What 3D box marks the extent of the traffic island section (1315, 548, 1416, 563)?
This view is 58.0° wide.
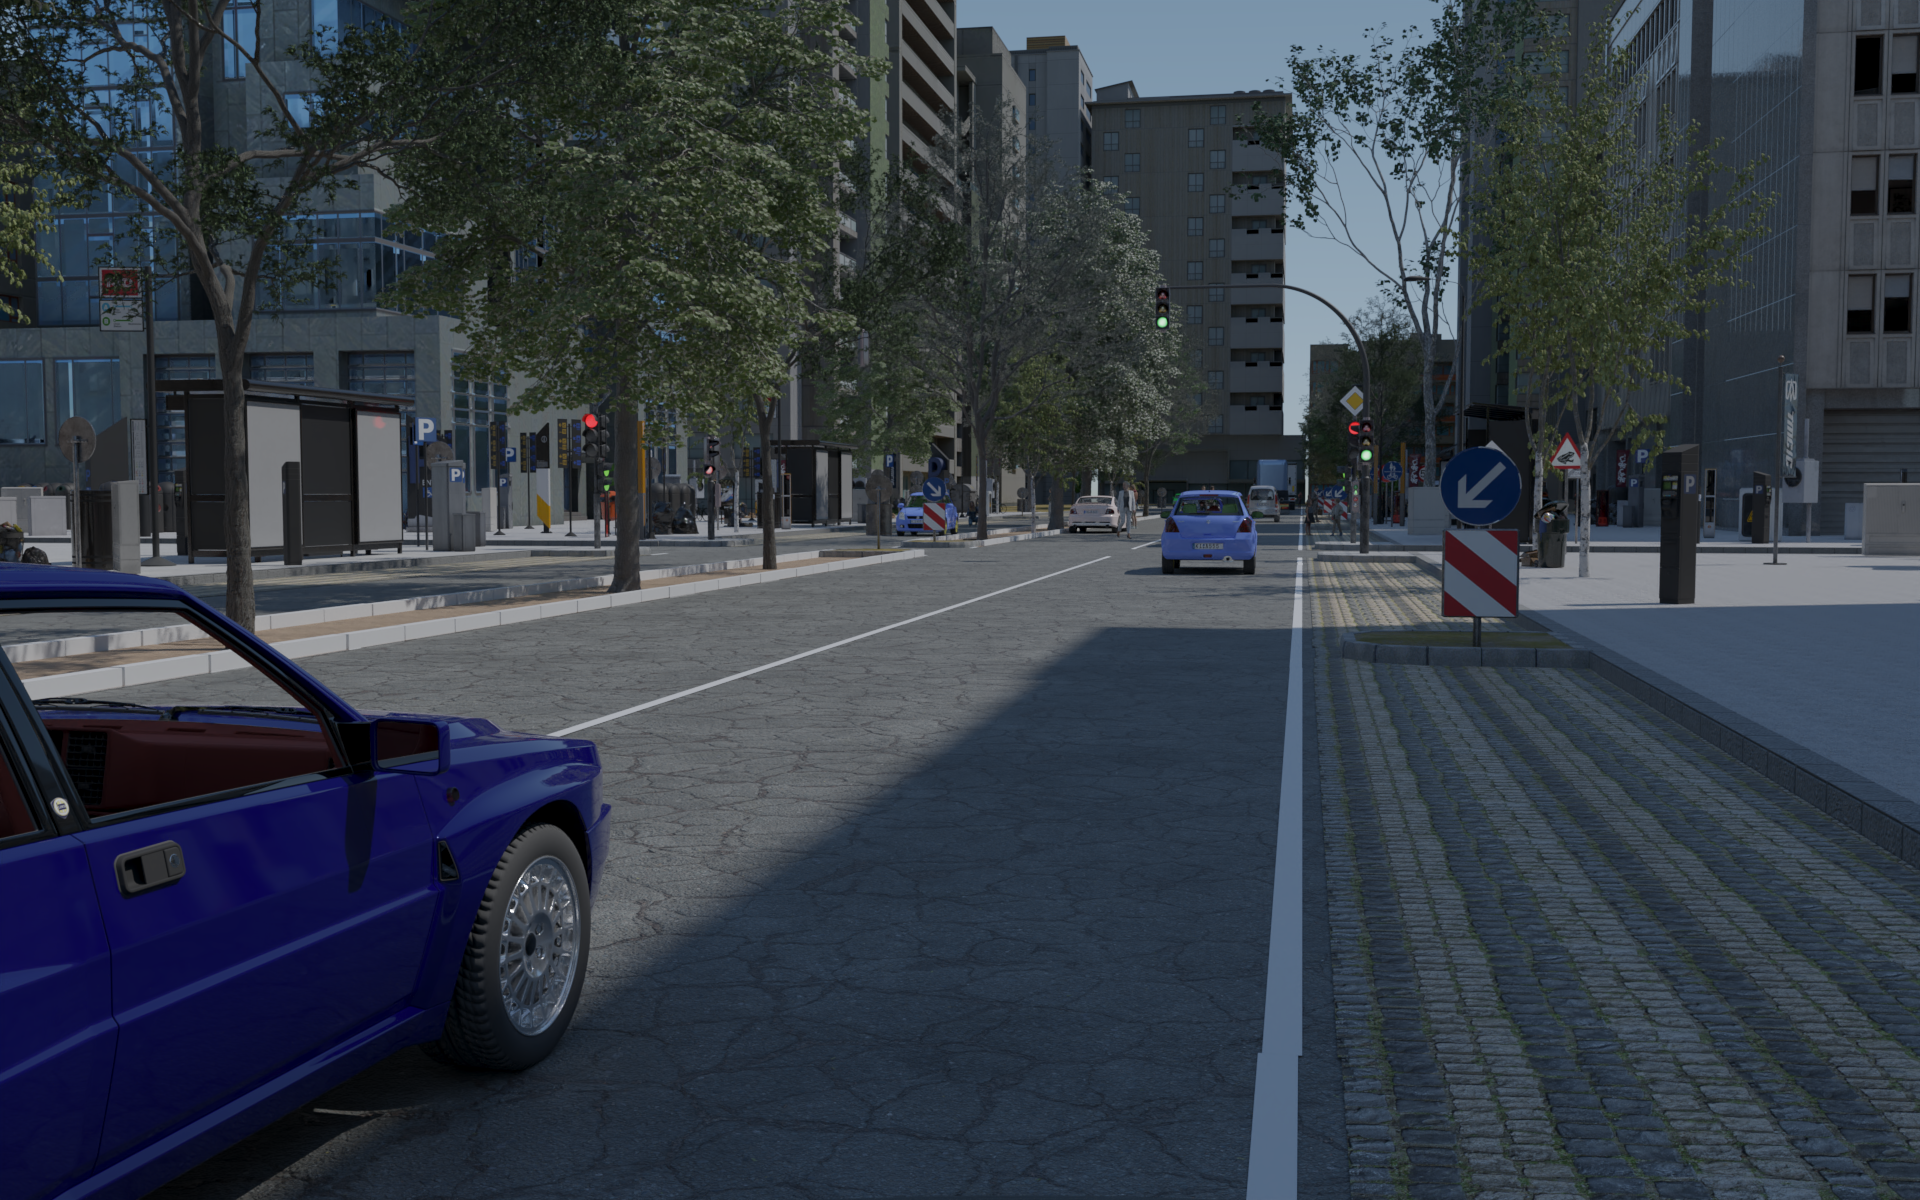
[{"bbox_3d":[8.719,-0.919,37.309,2.009,0.180,2.903,1,4,11],"label":"traffic island section"}]

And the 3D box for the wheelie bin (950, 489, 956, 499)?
[{"bbox_3d":[-0.483,-5.895,104.290,0.980,1.594,0.693,-2,4,-31],"label":"wheelie bin"}]

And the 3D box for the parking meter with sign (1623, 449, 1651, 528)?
[{"bbox_3d":[25.903,-4.290,66.401,0.543,3.016,1.738,3,4,38],"label":"parking meter with sign"}]

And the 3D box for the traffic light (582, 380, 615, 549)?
[{"bbox_3d":[-8.501,-3.159,40.570,0.839,4.253,0.868,1,4,11],"label":"traffic light"}]

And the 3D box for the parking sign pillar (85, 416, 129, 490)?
[{"bbox_3d":[-29.450,-4.363,59.809,1.447,3.967,1.447,3,5,40],"label":"parking sign pillar"}]

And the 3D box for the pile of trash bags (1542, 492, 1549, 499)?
[{"bbox_3d":[24.856,-4.148,77.579,3.447,1.369,1.912,-1,4,-19],"label":"pile of trash bags"}]

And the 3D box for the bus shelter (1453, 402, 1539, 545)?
[{"bbox_3d":[14.493,-3.409,47.026,1.731,3.624,6.357,1,4,11],"label":"bus shelter"}]

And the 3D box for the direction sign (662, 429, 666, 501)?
[{"bbox_3d":[-10.347,-4.194,60.576,0.379,3.537,0.876,-1,4,-16],"label":"direction sign"}]

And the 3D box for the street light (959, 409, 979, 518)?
[{"bbox_3d":[0.646,-7.435,94.096,1.470,5.913,1.316,1,4,11],"label":"street light"}]

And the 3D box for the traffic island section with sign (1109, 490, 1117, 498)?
[{"bbox_3d":[13.127,-8.559,148.565,1.989,1.847,2.006,1,4,11],"label":"traffic island section with sign"}]

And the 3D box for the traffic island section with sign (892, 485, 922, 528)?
[{"bbox_3d":[-1.881,-3.920,72.726,1.989,1.847,2.006,1,4,11],"label":"traffic island section with sign"}]

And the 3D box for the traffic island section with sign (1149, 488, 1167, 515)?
[{"bbox_3d":[14.002,-6.882,120.650,2.006,1.907,1.989,1,4,11],"label":"traffic island section with sign"}]

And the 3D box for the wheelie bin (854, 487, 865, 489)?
[{"bbox_3d":[-4.658,-4.492,81.346,0.980,1.594,0.693,0,4,3],"label":"wheelie bin"}]

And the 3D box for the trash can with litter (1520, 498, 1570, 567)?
[{"bbox_3d":[10.175,-1.160,30.347,0.624,1.170,1.055,-1,4,-19],"label":"trash can with litter"}]

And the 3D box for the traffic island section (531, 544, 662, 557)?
[{"bbox_3d":[-8.538,-1.127,40.713,2.009,0.180,2.903,1,4,11],"label":"traffic island section"}]

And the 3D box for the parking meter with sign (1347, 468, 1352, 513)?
[{"bbox_3d":[26.448,-7.343,116.321,0.543,3.016,1.738,-1,4,-15],"label":"parking meter with sign"}]

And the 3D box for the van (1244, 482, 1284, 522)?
[{"bbox_3d":[15.610,-5.021,89.107,2.013,2.044,4.112,1,4,12],"label":"van"}]

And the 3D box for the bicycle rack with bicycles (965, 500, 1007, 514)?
[{"bbox_3d":[1.651,-6.109,113.258,2.925,0.926,2.852,-1,4,-16],"label":"bicycle rack with bicycles"}]

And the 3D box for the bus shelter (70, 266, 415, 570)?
[{"bbox_3d":[-13.605,-3.391,33.081,2.179,5.291,8.768,1,4,11],"label":"bus shelter"}]

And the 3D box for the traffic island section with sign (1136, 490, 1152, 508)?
[{"bbox_3d":[18.413,-10.194,175.306,1.989,1.847,2.006,1,4,11],"label":"traffic island section with sign"}]

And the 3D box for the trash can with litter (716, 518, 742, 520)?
[{"bbox_3d":[-11.418,-4.623,86.649,1.678,1.210,2.233,1,4,17],"label":"trash can with litter"}]

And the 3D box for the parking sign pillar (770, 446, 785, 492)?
[{"bbox_3d":[-10.104,-6.689,97.838,1.447,3.967,1.447,-3,5,-45],"label":"parking sign pillar"}]

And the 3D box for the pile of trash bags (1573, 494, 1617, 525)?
[{"bbox_3d":[27.207,-3.887,73.306,1.912,1.369,3.447,-1,4,-20],"label":"pile of trash bags"}]

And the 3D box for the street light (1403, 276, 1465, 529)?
[{"bbox_3d":[10.123,-3.937,36.906,1.470,5.913,1.316,1,4,11],"label":"street light"}]

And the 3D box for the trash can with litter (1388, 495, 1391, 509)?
[{"bbox_3d":[27.368,-5.980,108.827,1.678,1.210,2.233,-3,5,-41],"label":"trash can with litter"}]

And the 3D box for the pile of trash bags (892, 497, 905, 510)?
[{"bbox_3d":[-3.112,-6.903,122.616,3.447,1.369,1.912,-1,4,-14],"label":"pile of trash bags"}]

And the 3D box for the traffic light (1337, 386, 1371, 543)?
[{"bbox_3d":[10.231,-3.432,45.036,0.839,4.253,0.868,1,4,11],"label":"traffic light"}]

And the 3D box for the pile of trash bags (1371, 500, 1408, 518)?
[{"bbox_3d":[23.924,-5.248,95.563,1.912,1.369,3.447,2,4,30],"label":"pile of trash bags"}]

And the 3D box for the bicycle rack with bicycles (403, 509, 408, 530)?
[{"bbox_3d":[-20.925,-2.922,61.149,2.925,0.926,2.852,1,4,20],"label":"bicycle rack with bicycles"}]

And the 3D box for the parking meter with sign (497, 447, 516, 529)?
[{"bbox_3d":[-16.828,-4.139,63.941,0.543,3.016,1.738,0,4,-2],"label":"parking meter with sign"}]

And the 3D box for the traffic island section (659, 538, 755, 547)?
[{"bbox_3d":[-6.990,-1.606,48.547,2.009,0.180,2.903,1,4,11],"label":"traffic island section"}]

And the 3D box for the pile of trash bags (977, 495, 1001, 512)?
[{"bbox_3d":[1.294,-6.822,121.295,3.447,1.369,1.912,1,4,12],"label":"pile of trash bags"}]

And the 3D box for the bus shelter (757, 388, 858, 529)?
[{"bbox_3d":[-6.138,-5.538,68.174,2.179,5.291,8.768,1,4,11],"label":"bus shelter"}]

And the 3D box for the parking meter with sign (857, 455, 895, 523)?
[{"bbox_3d":[-3.718,-4.897,76.332,1.738,3.016,0.543,-3,5,-40],"label":"parking meter with sign"}]

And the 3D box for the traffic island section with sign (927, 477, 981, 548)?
[{"bbox_3d":[-0.562,-2.373,46.931,2.006,1.907,1.989,1,4,11],"label":"traffic island section with sign"}]

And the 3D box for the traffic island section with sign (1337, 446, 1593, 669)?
[{"bbox_3d":[4.381,-0.404,15.228,1.989,1.847,2.006,1,4,11],"label":"traffic island section with sign"}]

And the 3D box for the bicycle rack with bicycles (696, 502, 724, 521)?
[{"bbox_3d":[-12.292,-4.224,82.451,2.852,0.926,2.925,-2,4,-26],"label":"bicycle rack with bicycles"}]

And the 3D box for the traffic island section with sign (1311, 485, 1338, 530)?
[{"bbox_3d":[15.054,-3.709,69.274,1.989,1.847,2.006,1,4,11],"label":"traffic island section with sign"}]

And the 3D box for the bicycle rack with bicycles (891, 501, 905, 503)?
[{"bbox_3d":[-3.391,-4.461,86.320,2.852,0.926,2.925,0,4,-4],"label":"bicycle rack with bicycles"}]

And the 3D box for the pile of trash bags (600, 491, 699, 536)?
[{"bbox_3d":[-9.994,-2.750,54.723,1.912,1.369,3.447,3,4,36],"label":"pile of trash bags"}]

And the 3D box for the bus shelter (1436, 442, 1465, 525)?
[{"bbox_3d":[19.975,-4.565,68.558,2.014,3.302,5.546,1,4,11],"label":"bus shelter"}]

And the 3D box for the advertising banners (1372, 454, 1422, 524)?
[{"bbox_3d":[18.979,-4.837,75.279,2.074,3.025,0.090,1,4,15],"label":"advertising banners"}]

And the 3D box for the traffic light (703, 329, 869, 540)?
[{"bbox_3d":[-4.883,-4.487,48.034,4.771,5.953,1.251,1,4,11],"label":"traffic light"}]

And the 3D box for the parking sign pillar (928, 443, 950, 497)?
[{"bbox_3d":[-1.124,-6.317,91.749,1.447,3.967,1.447,-3,5,-41],"label":"parking sign pillar"}]

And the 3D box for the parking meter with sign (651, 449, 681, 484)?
[{"bbox_3d":[-11.201,-4.350,67.381,1.738,3.016,0.543,0,4,-5],"label":"parking meter with sign"}]

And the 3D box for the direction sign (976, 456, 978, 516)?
[{"bbox_3d":[1.001,-6.756,102.456,0.379,3.537,0.876,0,4,6],"label":"direction sign"}]

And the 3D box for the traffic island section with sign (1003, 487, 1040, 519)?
[{"bbox_3d":[3.601,-5.610,100.354,1.989,1.847,2.006,1,4,11],"label":"traffic island section with sign"}]

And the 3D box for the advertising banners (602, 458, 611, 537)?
[{"bbox_3d":[-10.495,-3.373,51.339,0.090,3.025,2.074,0,4,-6],"label":"advertising banners"}]

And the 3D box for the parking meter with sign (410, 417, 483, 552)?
[{"bbox_3d":[-11.555,-2.613,38.988,1.738,3.016,0.543,3,5,40],"label":"parking meter with sign"}]

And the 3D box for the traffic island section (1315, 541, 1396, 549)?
[{"bbox_3d":[10.268,-1.398,45.143,2.009,0.180,2.903,1,4,11],"label":"traffic island section"}]

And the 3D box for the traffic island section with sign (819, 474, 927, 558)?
[{"bbox_3d":[-2.008,-1.928,39.666,2.006,1.907,1.989,1,4,11],"label":"traffic island section with sign"}]

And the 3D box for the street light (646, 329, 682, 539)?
[{"bbox_3d":[-8.282,-4.676,48.998,1.470,5.913,1.316,1,4,11],"label":"street light"}]

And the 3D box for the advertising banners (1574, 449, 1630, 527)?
[{"bbox_3d":[25.193,-4.389,67.946,2.074,3.025,0.090,0,4,7],"label":"advertising banners"}]

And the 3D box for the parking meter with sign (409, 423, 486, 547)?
[{"bbox_3d":[-12.462,-2.813,42.252,1.738,3.016,0.543,1,4,9],"label":"parking meter with sign"}]

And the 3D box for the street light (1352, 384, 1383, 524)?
[{"bbox_3d":[17.255,-6.163,73.309,1.470,5.913,1.316,1,4,11],"label":"street light"}]

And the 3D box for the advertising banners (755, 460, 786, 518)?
[{"bbox_3d":[-9.669,-5.666,88.833,2.074,3.025,0.090,2,4,33],"label":"advertising banners"}]

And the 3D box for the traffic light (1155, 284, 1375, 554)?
[{"bbox_3d":[6.613,-3.841,37.467,4.771,5.953,1.251,1,4,11],"label":"traffic light"}]

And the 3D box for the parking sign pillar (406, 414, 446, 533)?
[{"bbox_3d":[-17.913,-4.267,58.235,1.447,3.967,1.447,-1,4,-21],"label":"parking sign pillar"}]
